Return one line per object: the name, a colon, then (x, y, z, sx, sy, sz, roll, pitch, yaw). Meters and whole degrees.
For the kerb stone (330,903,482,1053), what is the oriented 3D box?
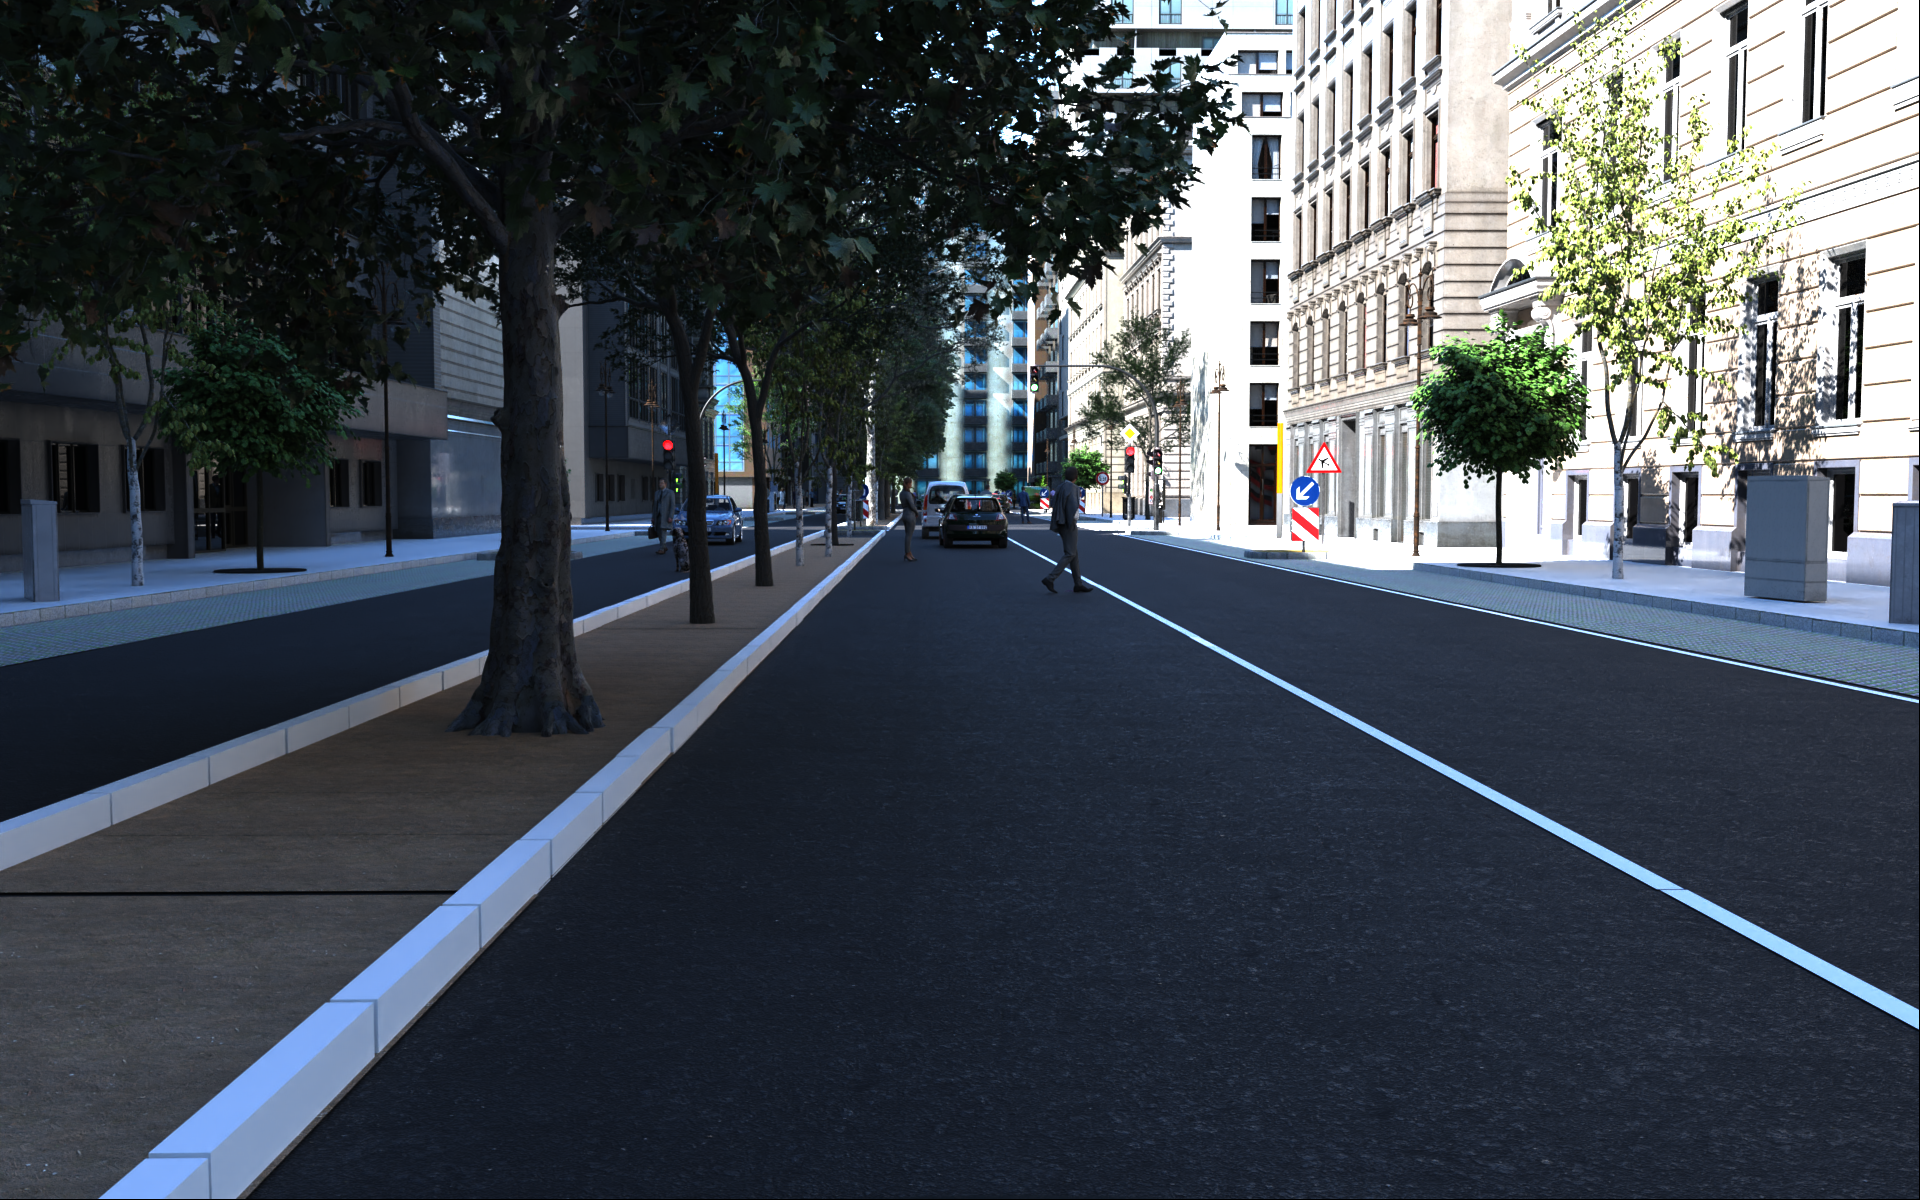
kerb stone: (-1.550, 1.058, 4.901, 0.120, 0.150, 1.000, 0, 4, -1)

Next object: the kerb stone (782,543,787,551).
kerb stone: (-4.429, -1.261, 42.806, 0.120, 0.150, 1.000, 0, 4, -1)

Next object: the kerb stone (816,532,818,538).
kerb stone: (-4.684, -2.012, 55.093, 0.120, 0.150, 1.000, 0, 4, -1)

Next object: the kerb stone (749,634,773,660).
kerb stone: (-1.759, 0.431, 15.145, 0.120, 0.150, 1.000, 0, 4, -1)

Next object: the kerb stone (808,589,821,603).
kerb stone: (-1.909, -0.003, 22.325, 0.120, 0.150, 1.000, 0, 4, -1)

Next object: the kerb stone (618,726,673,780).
kerb stone: (-1.640, 0.809, 9.008, 0.120, 0.150, 1.000, 0, 4, -1)

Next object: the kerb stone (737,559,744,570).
kerb stone: (-4.214, -0.633, 32.544, 0.120, 0.150, 1.000, 0, 4, -1)

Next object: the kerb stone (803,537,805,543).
kerb stone: (-4.556, -1.636, 48.946, 0.120, 0.150, 1.000, 0, 4, -1)

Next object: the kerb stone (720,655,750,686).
kerb stone: (-1.722, 0.556, 13.101, 0.120, 0.150, 1.000, 0, 4, -1)

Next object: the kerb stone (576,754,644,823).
kerb stone: (-1.612, 0.872, 7.982, 0.120, 0.150, 1.000, 0, 4, -1)

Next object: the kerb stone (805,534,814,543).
kerb stone: (-4.643, -1.884, 53.046, 0.120, 0.150, 1.000, 0, 4, -1)

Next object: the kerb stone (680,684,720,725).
kerb stone: (-1.669, 0.681, 11.057, 0.120, 0.150, 1.000, 0, 4, -1)

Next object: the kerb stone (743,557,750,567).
kerb stone: (-4.239, -0.695, 33.566, 0.120, 0.150, 1.000, 0, 4, -1)

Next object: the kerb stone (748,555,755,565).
kerb stone: (-4.263, -0.758, 34.588, 0.120, 0.150, 1.000, 0, 4, -1)

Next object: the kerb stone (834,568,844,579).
kerb stone: (-2.029, -0.383, 28.474, 0.120, 0.150, 1.000, 0, 4, -1)

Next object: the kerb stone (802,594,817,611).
kerb stone: (-1.886, 0.055, 21.293, 0.120, 0.150, 1.000, 0, 4, -1)

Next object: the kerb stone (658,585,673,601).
kerb stone: (-4.037, -0.068, 23.314, 0.120, 0.150, 1.000, 0, 4, -1)

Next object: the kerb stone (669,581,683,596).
kerb stone: (-4.058, -0.131, 24.345, 0.120, 0.150, 1.000, 0, 4, -1)

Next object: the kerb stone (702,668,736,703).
kerb stone: (-1.696, 0.620, 12.079, 0.120, 0.150, 1.000, 0, 4, -1)

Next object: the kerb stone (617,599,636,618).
kerb stone: (-3.965, 0.123, 20.242, 0.120, 0.150, 1.000, 0, 4, -1)

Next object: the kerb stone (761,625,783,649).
kerb stone: (-1.777, 0.369, 16.167, 0.120, 0.150, 1.000, 0, 4, -1)

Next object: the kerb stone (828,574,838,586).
kerb stone: (-1.993, -0.259, 26.430, 0.120, 0.150, 1.000, 0, 4, -1)

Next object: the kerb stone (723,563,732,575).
kerb stone: (-4.178, -0.507, 30.486, 0.120, 0.150, 1.000, 0, 4, -1)

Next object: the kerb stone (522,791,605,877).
kerb stone: (-1.591, 0.936, 6.957, 0.120, 0.150, 1.000, 0, 4, -1)

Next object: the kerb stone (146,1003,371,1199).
kerb stone: (-1.529, 1.121, 3.874, 0.120, 0.150, 1.000, 0, 4, -1)

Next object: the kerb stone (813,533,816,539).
kerb stone: (-4.661, -1.949, 54.067, 0.120, 0.150, 1.000, 0, 4, -1)

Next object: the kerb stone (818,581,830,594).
kerb stone: (-1.951, -0.133, 24.370, 0.120, 0.150, 1.000, 0, 4, -1)

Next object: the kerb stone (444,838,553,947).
kerb stone: (-1.569, 0.995, 5.923, 0.120, 0.150, 1.000, 0, 4, -1)

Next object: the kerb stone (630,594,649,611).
kerb stone: (-3.988, 0.057, 21.264, 0.120, 0.150, 1.000, 0, 4, -1)

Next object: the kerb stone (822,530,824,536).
kerb stone: (-4.750, -2.197, 58.160, 0.120, 0.150, 1.000, 0, 4, -1)

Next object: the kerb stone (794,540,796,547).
kerb stone: (-4.491, -1.445, 45.881, 0.120, 0.150, 1.000, 0, 4, -1)

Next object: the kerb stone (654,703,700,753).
kerb stone: (-1.647, 0.744, 10.030, 0.120, 0.150, 1.000, 0, 4, -1)

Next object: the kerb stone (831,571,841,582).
kerb stone: (-2.011, -0.321, 27.452, 0.120, 0.150, 1.000, 0, 4, -1)

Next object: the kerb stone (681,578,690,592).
kerb stone: (-4.072, -0.194, 25.367, 0.120, 0.150, 1.000, 0, 4, -1)

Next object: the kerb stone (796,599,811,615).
kerb stone: (-1.866, 0.118, 20.267, 0.120, 0.150, 1.000, 0, 4, -1)

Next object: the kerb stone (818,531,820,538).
kerb stone: (-4.702, -2.075, 56.115, 0.120, 0.150, 1.000, 0, 4, -1)

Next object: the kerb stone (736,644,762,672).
kerb stone: (-1.740, 0.496, 14.124, 0.120, 0.150, 1.000, 0, 4, -1)

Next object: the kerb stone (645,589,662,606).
kerb stone: (-4.005, -0.006, 22.287, 0.120, 0.150, 1.000, 0, 4, -1)

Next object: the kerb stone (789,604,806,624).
kerb stone: (-1.838, 0.181, 19.243, 0.120, 0.150, 1.000, 0, 4, -1)

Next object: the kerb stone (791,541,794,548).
kerb stone: (-4.471, -1.386, 44.859, 0.120, 0.150, 1.000, 0, 4, -1)

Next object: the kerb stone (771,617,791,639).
kerb stone: (-1.799, 0.306, 17.189, 0.120, 0.150, 1.000, 0, 4, -1)

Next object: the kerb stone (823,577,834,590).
kerb stone: (-1.969, -0.196, 25.397, 0.120, 0.150, 1.000, 0, 4, -1)

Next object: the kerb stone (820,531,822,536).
kerb stone: (-4.726, -2.133, 57.137, 0.120, 0.150, 1.000, 0, 4, -1)

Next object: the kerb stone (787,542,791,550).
kerb stone: (-4.451, -1.324, 43.836, 0.120, 0.150, 1.000, 0, 4, -1)

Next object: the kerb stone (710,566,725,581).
kerb stone: (-4.156, -0.445, 29.464, 0.120, 0.150, 1.000, 0, 4, -1)

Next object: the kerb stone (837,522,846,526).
kerb stone: (-5.077, -3.172, 74.062, 0.120, 0.150, 1.000, 0, 4, -1)

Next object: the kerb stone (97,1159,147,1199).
kerb stone: (-1.502, 1.183, 2.850, 0.120, 0.150, 1.000, 0, 4, -1)

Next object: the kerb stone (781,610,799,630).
kerb stone: (-1.822, 0.243, 18.221, 0.120, 0.150, 1.000, 0, 4, -1)

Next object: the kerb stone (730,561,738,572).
kerb stone: (-4.198, -0.570, 31.520, 0.120, 0.150, 1.000, 0, 4, -1)

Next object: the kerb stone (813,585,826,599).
kerb stone: (-1.935, -0.067, 23.347, 0.120, 0.150, 1.000, 0, 4, -1)

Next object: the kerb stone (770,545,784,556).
kerb stone: (-4.416, -1.198, 41.775, 0.120, 0.150, 1.000, 0, 4, -1)
